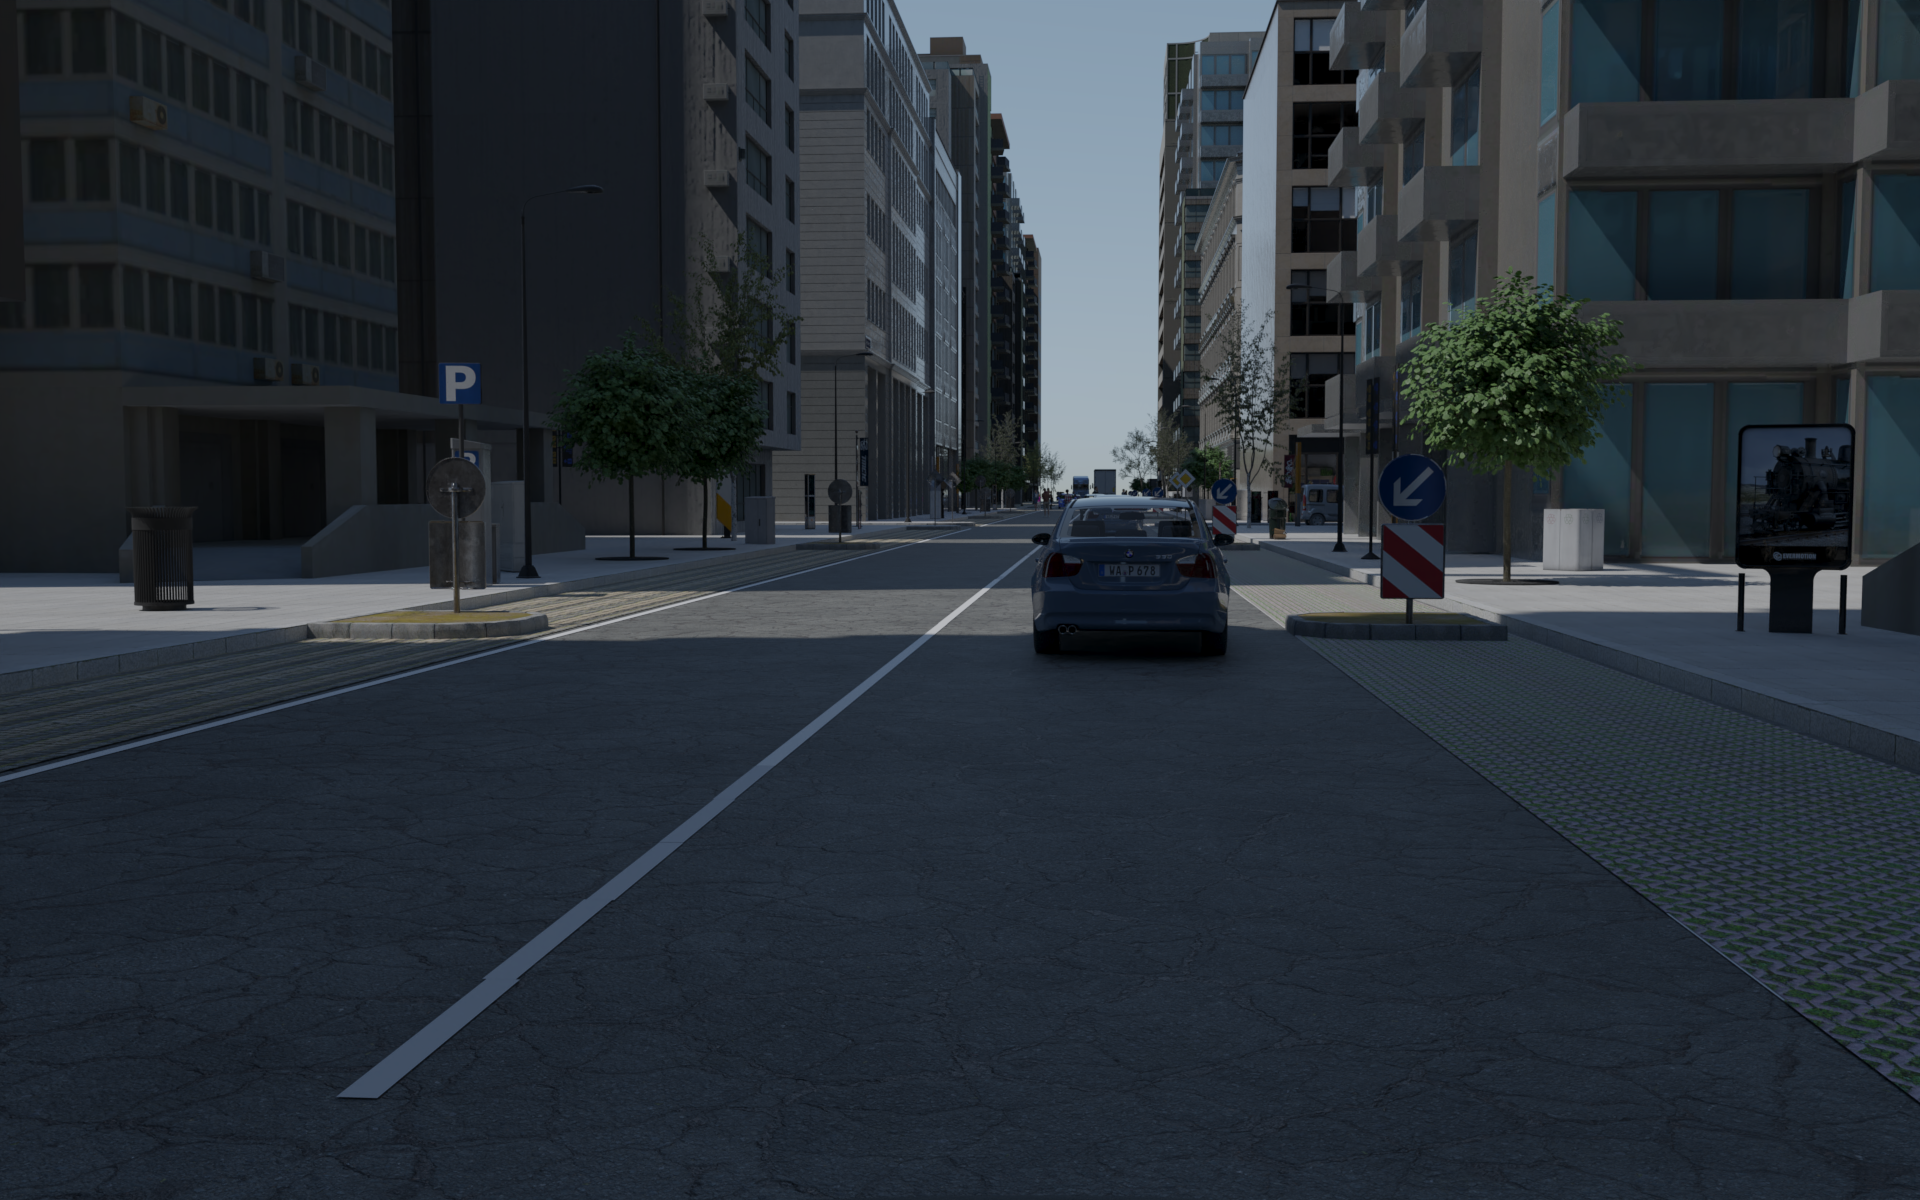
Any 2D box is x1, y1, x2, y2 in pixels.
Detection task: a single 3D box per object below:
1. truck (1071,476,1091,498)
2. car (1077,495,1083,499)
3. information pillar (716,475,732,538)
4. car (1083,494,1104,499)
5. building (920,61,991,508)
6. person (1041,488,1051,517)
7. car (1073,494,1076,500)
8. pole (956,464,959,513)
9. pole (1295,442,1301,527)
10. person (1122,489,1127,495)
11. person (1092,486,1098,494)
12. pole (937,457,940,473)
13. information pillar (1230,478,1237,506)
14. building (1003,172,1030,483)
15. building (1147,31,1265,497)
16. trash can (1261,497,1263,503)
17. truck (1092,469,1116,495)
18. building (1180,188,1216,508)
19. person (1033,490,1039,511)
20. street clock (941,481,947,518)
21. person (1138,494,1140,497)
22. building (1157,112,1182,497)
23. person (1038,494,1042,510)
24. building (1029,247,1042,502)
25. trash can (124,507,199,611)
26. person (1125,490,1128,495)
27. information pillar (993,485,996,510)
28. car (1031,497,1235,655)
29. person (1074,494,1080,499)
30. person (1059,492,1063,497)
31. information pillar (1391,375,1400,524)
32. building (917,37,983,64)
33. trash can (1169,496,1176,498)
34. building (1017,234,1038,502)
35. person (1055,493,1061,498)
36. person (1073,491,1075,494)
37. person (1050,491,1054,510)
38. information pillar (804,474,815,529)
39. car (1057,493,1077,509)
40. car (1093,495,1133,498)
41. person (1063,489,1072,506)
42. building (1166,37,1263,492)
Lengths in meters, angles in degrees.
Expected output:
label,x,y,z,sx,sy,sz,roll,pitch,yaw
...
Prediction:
label,x,y,z,sx,sy,sz,roll,pitch,yaw
truck,18.164,-16.679,262.465,2.967,4.110,18.799,0,4,3
car,13.507,-11.710,204.043,1.945,1.354,3.894,0,4,7
information pillar,-6.819,-3.593,50.105,0.504,3.616,0.183,-3,4,-38
car,7.598,-5.339,97.080,2.009,1.686,4.222,0,4,5
building,-4.561,-29.157,160.311,14.154,41.232,14.086,0,4,5
person,5.366,-6.028,107.031,0.573,1.828,0.580,3,5,40
car,12.165,-11.070,193.003,2.014,1.417,4.499,0,4,4
pole,-0.172,-7.534,117.027,0.158,3.312,0.155,0,3,0
pole,13.349,-4.559,68.381,0.158,3.312,0.155,0,3,0
person,13.112,-7.969,138.573,0.755,1.850,0.659,-1,4,-11
person,8.349,-5.989,105.783,0.474,1.900,0.648,-3,4,-36
pole,-1.190,-6.154,94.456,0.158,3.312,0.155,0,3,0
information pillar,12.770,-4.667,80.801,0.304,2.012,0.304,1,4,12
building,-1.990,-38.794,253.894,23.786,49.044,30.456,0,4,5
building,40.325,-51.107,273.852,20.563,71.187,20.611,0,4,5
trash can,13.474,-4.130,79.174,0.748,1.137,0.748,0,3,0
truck,16.632,-12.870,199.340,2.839,4.237,11.283,0,4,4
building,28.103,-24.075,165.335,14.160,30.474,14.107,0,4,5
person,6.578,-8.623,149.513,0.581,1.822,0.654,1,4,15
street clock,-0.959,-5.292,91.097,0.471,2.002,0.358,-3,5,-39
person,16.559,-9.105,160.620,0.557,1.426,1.065,3,5,43
building,35.440,-36.049,213.096,21.300,48.544,21.600,0,4,5
person,7.048,-8.722,154.323,0.991,1.433,0.599,1,4,23
building,7.127,-40.025,304.526,14.600,45.320,14.200,0,4,5
trash can,-8.816,-0.459,19.163,0.748,1.137,0.748,0,3,0
person,15.492,-9.337,161.185,0.705,1.821,1.348,-1,4,-15
information pillar,2.758,-8.185,138.313,0.304,2.012,0.304,0,3,0
car,1.663,-0.292,16.773,2.014,1.417,4.499,0,4,6
person,11.783,-9.923,173.976,0.697,1.427,0.421,-1,4,-22
person,11.829,-11.917,204.127,0.721,1.735,1.217,-1,4,-20
information pillar,8.527,-2.602,33.904,0.183,3.616,0.504,1,4,18
building,-4.304,-32.085,174.698,14.600,45.320,14.200,0,4,5
trash can,16.024,-7.251,130.201,0.748,1.137,0.748,0,3,0
building,1.342,-38.461,283.456,22.147,44.769,28.867,0,4,5
person,11.938,-12.055,206.324,1.217,1.736,0.721,1,4,13
person,13.935,-12.343,210.864,0.434,1.755,0.990,2,4,30
person,8.484,-9.201,159.644,0.721,1.735,1.217,0,4,-6
information pillar,-5.458,-3.579,63.002,0.304,2.012,0.304,-2,4,-30
car,10.489,-9.804,169.894,1.945,1.707,3.694,0,4,3
car,4.627,-2.449,52.037,2.014,1.417,4.499,0,4,6
person,6.290,-5.583,100.612,0.563,1.720,0.643,-2,4,-35
building,34.592,-34.675,186.545,23.786,49.044,30.456,0,4,5
